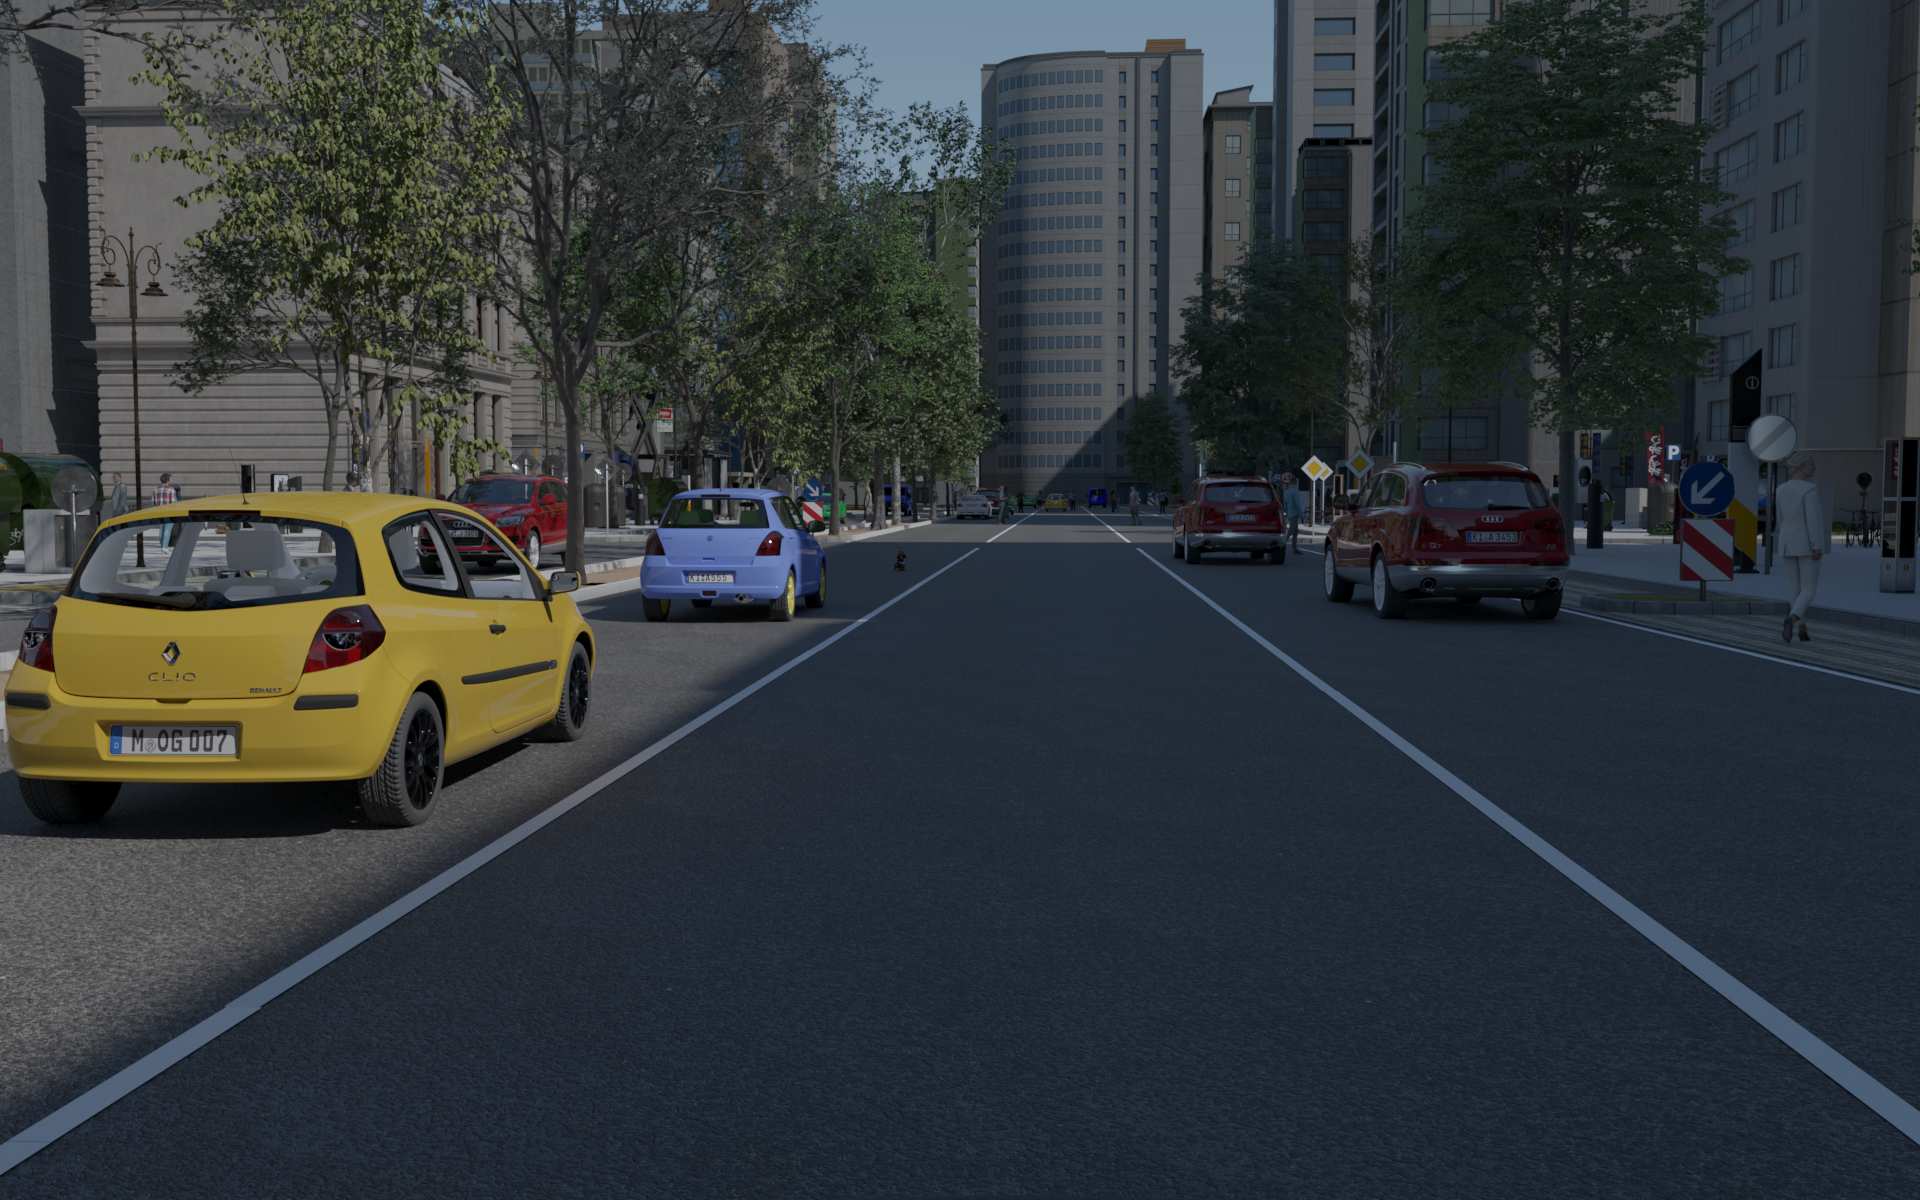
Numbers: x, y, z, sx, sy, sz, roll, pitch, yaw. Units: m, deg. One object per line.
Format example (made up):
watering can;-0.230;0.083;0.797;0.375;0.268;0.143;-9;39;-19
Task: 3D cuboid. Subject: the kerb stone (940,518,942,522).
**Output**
kerb stone;-1.150;-4.062;88.606;0.120;0.150;1.000;0;4;3

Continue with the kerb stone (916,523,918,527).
kerb stone;-2.018;-3.186;74.280;0.120;0.150;1.000;0;4;3

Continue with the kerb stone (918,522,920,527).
kerb stone;-1.961;-3.248;75.308;0.120;0.150;1.000;0;4;3

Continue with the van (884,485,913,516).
van;-4.216;-6.702;113.970;2.240;2.365;5.245;0;4;3

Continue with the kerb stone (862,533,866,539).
kerb stone;-3.188;-1.996;54.827;0.120;0.150;1.000;0;4;3

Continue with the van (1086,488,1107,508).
van;14.164;-10.692;179.200;2.240;2.365;5.245;0;4;2

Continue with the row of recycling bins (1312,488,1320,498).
row of recycling bins;25.441;-7.164;124.244;1.069;1.692;3.534;2;4;25

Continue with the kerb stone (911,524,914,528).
kerb stone;-2.147;-3.060;72.228;0.120;0.150;1.000;0;4;3

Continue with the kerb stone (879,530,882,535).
kerb stone;-2.890;-2.304;59.951;0.120;0.150;1.000;0;4;3

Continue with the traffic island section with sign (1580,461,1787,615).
traffic island section with sign;8.799;-0.777;21.332;1.989;1.847;2.006;0;4;3

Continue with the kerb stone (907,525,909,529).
kerb stone;-2.264;-2.935;70.183;0.120;0.150;1.000;0;4;3

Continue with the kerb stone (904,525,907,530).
kerb stone;-2.333;-2.872;69.152;0.120;0.150;1.000;0;4;3

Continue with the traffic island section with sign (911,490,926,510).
traffic island section with sign;-4.339;-9.000;155.774;1.989;1.847;2.006;0;4;3

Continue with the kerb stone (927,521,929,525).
kerb stone;-1.651;-3.561;80.416;0.120;0.150;1.000;0;4;3

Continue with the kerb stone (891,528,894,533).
kerb stone;-2.636;-2.556;64.046;0.120;0.150;1.000;0;4;3

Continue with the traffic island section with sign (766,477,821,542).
traffic island section with sign;-4.824;-2.260;45.092;2.006;1.907;1.989;0;4;3

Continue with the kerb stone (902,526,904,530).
kerb stone;-2.395;-2.810;68.131;0.120;0.150;1.000;0;4;3

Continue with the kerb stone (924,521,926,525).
kerb stone;-1.771;-3.436;78.374;0.120;0.150;1.000;0;4;3

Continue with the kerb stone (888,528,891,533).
kerb stone;-2.696;-2.497;63.024;0.120;0.150;1.000;0;4;3

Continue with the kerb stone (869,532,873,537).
kerb stone;-3.069;-2.121;56.880;0.120;0.150;1.000;0;4;3

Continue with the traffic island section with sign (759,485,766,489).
traffic island section with sign;-9.013;-4.269;78.418;1.989;1.847;2.006;0;4;3

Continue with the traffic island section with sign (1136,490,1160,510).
traffic island section with sign;16.789;-8.868;153.618;1.989;1.847;2.006;0;4;3

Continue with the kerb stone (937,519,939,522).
kerb stone;-1.275;-3.937;86.558;0.120;0.150;1.000;0;4;3

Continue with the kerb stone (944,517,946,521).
kerb stone;-0.968;-4.250;91.684;0.120;0.150;1.000;0;4;3

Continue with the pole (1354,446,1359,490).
pole;16.923;-4.900;73.962;0.158;3.312;0.155;0;3;0

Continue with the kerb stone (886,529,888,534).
kerb stone;-2.761;-2.430;61.997;0.120;0.150;1.000;0;4;3

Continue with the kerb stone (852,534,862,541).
kerb stone;-3.253;-1.933;53.803;0.120;0.150;1.000;0;4;3

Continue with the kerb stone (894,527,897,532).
kerb stone;-2.572;-2.621;65.069;0.120;0.150;1.000;0;4;3

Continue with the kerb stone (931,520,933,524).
kerb stone;-1.520;-3.686;82.469;0.120;0.150;1.000;0;4;3

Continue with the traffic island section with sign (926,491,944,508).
traffic island section with sign;-2.685;-10.681;183.264;1.989;1.847;2.006;0;4;3

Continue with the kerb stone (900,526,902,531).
kerb stone;-2.455;-2.747;67.110;0.120;0.150;1.000;0;4;3

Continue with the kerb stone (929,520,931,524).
kerb stone;-1.587;-3.621;81.437;0.120;0.150;1.000;0;4;3

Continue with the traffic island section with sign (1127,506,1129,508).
traffic island section with sign;18.458;-10.557;181.229;1.989;1.847;2.006;0;4;3

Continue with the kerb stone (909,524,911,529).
kerb stone;-2.202;-2.997;71.204;0.120;0.150;1.000;0;4;3

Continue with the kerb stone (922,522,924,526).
kerb stone;-1.833;-3.371;77.354;0.120;0.150;1.000;0;4;3

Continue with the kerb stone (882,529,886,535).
kerb stone;-2.820;-2.372;60.970;0.120;0.150;1.000;0;4;3

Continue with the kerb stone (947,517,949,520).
kerb stone;-0.841;-4.376;93.736;0.120;0.150;1.000;0;4;3

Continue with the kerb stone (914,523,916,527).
kerb stone;-2.083;-3.123;73.258;0.120;0.150;1.000;0;4;3

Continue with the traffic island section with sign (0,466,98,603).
traffic island section with sign;-12.330;-0.910;23.501;1.989;1.847;2.006;0;4;3

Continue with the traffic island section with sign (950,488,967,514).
traffic island section with sign;0.150;-7.300;127.488;2.006;1.907;1.989;0;4;3

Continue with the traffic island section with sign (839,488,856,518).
traffic island section with sign;-7.389;-5.914;105.324;1.989;1.847;2.006;0;4;3

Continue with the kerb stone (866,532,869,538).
kerb stone;-3.129;-2.056;55.860;0.120;0.150;1.000;0;4;3

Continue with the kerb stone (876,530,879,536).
kerb stone;-2.943;-2.246;58.930;0.120;0.150;1.000;0;4;3

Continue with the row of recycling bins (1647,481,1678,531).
row of recycling bins;23.556;-3.115;58.044;1.069;1.692;3.534;1;4;20

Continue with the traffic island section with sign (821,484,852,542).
traffic island section with sign;-4.368;-2.712;52.485;2.006;1.907;1.989;0;4;3

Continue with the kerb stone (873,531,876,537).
kerb stone;-3.011;-2.184;57.904;0.120;0.150;1.000;0;4;3

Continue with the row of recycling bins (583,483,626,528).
row of recycling bins;-13.850;-3.684;67.343;1.069;1.692;3.534;0;4;5

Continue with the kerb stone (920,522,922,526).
kerb stone;-1.896;-3.310;76.329;0.120;0.150;1.000;0;4;3

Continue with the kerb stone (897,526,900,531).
kerb stone;-2.510;-2.681;66.090;0.120;0.150;1.000;0;4;3

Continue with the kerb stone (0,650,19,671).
kerb stone;-7.734;0.482;14.488;0.120;0.150;1.000;0;4;3

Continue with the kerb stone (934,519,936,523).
kerb stone;-1.398;-3.811;84.518;0.120;0.150;1.000;0;4;3

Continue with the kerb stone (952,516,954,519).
kerb stone;-0.595;-4.627;97.839;0.120;0.150;1.000;0;4;3
